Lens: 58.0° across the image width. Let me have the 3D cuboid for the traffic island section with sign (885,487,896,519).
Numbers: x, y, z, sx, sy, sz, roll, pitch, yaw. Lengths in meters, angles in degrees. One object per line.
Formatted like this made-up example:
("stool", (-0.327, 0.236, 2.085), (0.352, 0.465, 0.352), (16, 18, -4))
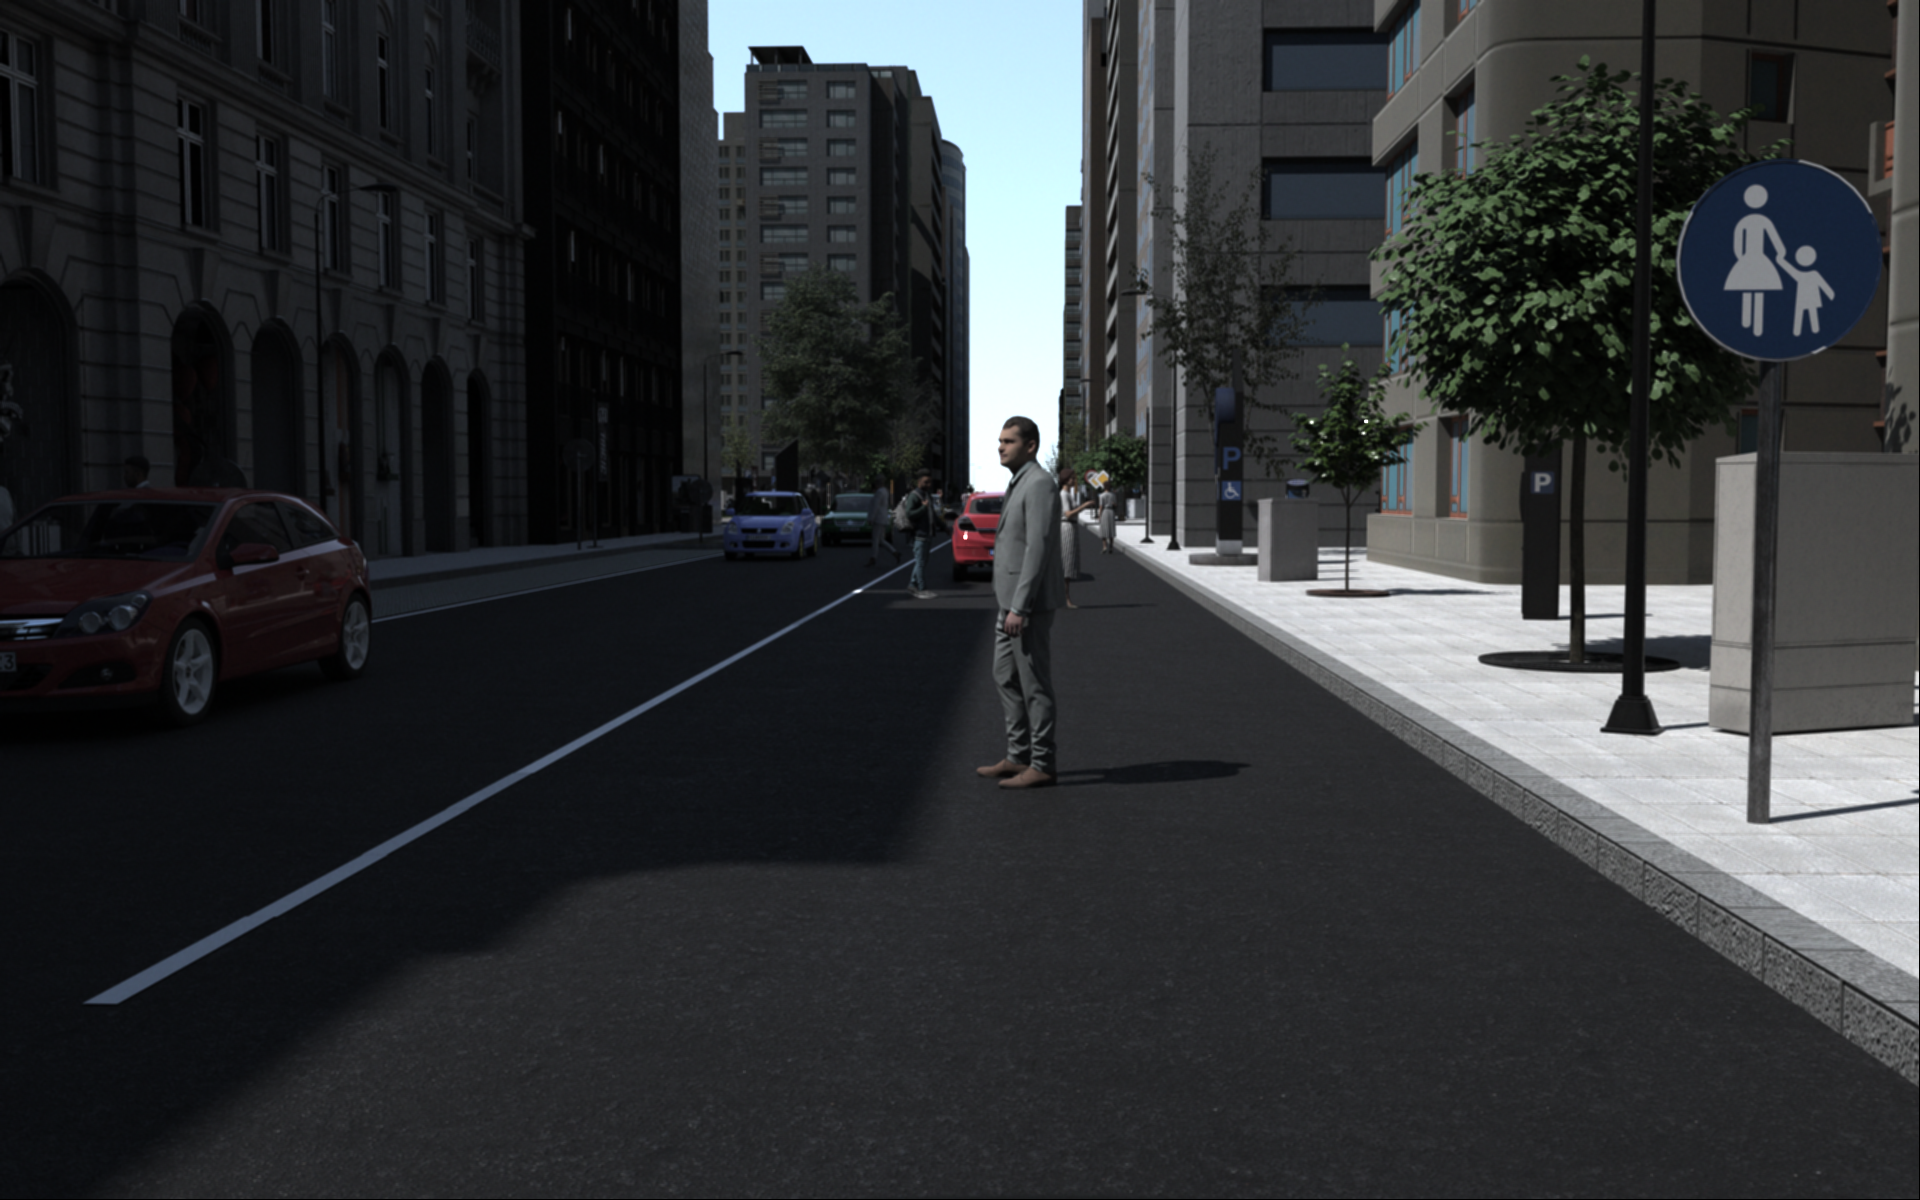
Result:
("traffic island section with sign", (-4.369, -5.672, 101.369), (1.989, 1.847, 2.006), (0, 4, 2))

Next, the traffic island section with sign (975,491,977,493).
("traffic island section with sign", (3.794, -17.100, 288.206), (1.989, 1.847, 2.006), (0, 4, 2))

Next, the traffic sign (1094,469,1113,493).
("traffic sign", (5.807, -4.076, 70.282), (0.795, 2.450, 0.064), (0, 4, 2))

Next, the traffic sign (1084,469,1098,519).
("traffic sign", (6.698, -5.376, 88.003), (0.768, 2.556, 0.104), (0, 4, 4))

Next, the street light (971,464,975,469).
("street light", (1.550, -18.149, 269.273), (1.470, 5.913, 1.316), (0, 4, 2))

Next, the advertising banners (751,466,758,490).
("advertising banners", (-12.320, -6.892, 108.867), (0.090, 3.025, 2.074), (3, 5, 43))

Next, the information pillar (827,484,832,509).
("information pillar", (-9.042, -7.111, 120.760), (0.304, 2.012, 0.304), (-2, 4, -34))

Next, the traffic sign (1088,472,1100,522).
("traffic sign", (6.156, -4.564, 78.260), (0.795, 2.450, 0.064), (0, 4, 2))

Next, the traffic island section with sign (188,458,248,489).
("traffic island section with sign", (-8.012, -0.582, 18.149), (1.989, 1.847, 2.006), (0, 4, 2))

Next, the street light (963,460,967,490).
("street light", (0.142, -16.256, 238.330), (1.470, 5.913, 1.316), (0, 4, 2))

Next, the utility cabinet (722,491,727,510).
("utility cabinet", (-15.346, -6.332, 112.202), (0.318, 1.500, 1.173), (-1, 4, -19))

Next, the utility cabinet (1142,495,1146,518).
("utility cabinet", (10.372, -5.064, 93.963), (1.020, 1.237, 0.306), (0, 4, -6))

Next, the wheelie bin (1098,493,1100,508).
("wheelie bin", (9.844, -6.772, 118.634), (0.693, 1.594, 0.980), (2, 4, 30))

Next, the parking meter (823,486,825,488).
("parking meter", (-8.879, -6.467, 111.439), (0.399, 1.863, 0.255), (0, 4, 2))

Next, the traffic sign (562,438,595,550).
("traffic sign", (-8.735, -2.420, 39.668), (0.768, 2.556, 0.104), (0, 4, 3))

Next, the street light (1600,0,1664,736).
("street light", (3.095, -2.243, 9.216), (1.470, 5.913, 1.316), (0, 4, 2))

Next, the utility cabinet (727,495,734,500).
("utility cabinet", (-17.032, -7.053, 126.476), (1.020, 1.237, 0.306), (-1, 4, -10))

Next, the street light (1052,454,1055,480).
("street light", (9.921, -11.907, 167.224), (1.470, 5.913, 1.316), (0, 4, 2))

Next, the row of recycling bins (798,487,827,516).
("row of recycling bins", (-9.158, -5.780, 101.615), (1.069, 1.692, 3.534), (3, 5, 42))

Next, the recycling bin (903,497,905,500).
("recycling bin", (-4.615, -8.608, 153.293), (0.722, 1.027, 0.722), (-2, 4, -31))

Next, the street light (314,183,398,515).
("street light", (-9.095, -3.273, 26.055), (1.470, 5.913, 1.316), (0, 4, 2))

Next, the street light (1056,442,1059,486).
("street light", (9.357, -11.049, 153.188), (1.470, 5.913, 1.316), (0, 4, 2))

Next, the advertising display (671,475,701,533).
("advertising display", (-9.043, -3.177, 57.151), (0.974, 1.923, 0.123), (0, 4, -4))

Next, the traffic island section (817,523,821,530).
("traffic island section", (-5.699, -2.972, 70.865), (2.009, 0.180, 2.903), (0, 4, 2))

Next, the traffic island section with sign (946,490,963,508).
("traffic island section with sign", (-1.026, -10.355, 177.924), (1.989, 1.847, 2.006), (0, 4, 2))

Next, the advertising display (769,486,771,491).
("advertising display", (-15.085, -8.222, 139.636), (0.123, 1.923, 0.974), (2, 4, 31))

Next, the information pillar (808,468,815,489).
("information pillar", (-12.494, -9.508, 146.815), (0.504, 3.616, 0.183), (-2, 4, -25))

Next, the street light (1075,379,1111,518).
("street light", (5.509, -5.954, 69.884), (1.470, 5.913, 1.316), (0, 4, 2))

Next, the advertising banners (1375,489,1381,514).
("advertising banners", (28.092, -7.276, 115.143), (0.090, 3.025, 2.074), (2, 4, 31))

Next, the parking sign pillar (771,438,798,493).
("parking sign pillar", (-8.414, -5.793, 83.195), (1.447, 3.967, 1.447), (-3, 5, -40))

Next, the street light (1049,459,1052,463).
("street light", (11.195, -13.810, 198.340), (1.470, 5.913, 1.316), (0, 4, 2))

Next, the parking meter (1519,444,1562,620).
("parking meter", (5.924, -0.734, 17.704), (0.399, 1.863, 0.255), (1, 4, 17))

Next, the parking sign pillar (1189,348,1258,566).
("parking sign pillar", (4.899, -2.629, 31.453), (1.447, 3.967, 1.447), (0, 4, 6))

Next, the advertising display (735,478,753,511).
("advertising display", (-8.589, -3.896, 68.905), (0.974, 1.923, 0.123), (3, 5, 42))

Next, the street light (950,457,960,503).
("street light", (-0.760, -14.914, 216.391), (1.470, 5.913, 1.316), (0, 4, 2))

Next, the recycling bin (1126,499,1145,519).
("recycling bin", (9.119, -4.738, 90.016), (0.722, 1.027, 0.722), (-2, 4, -33))

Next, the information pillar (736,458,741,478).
("information pillar", (-14.544, -7.493, 113.860), (0.183, 3.616, 0.504), (1, 4, 21))

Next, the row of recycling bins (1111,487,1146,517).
("row of recycling bins", (11.277, -6.121, 107.190), (3.534, 1.692, 1.069), (0, 4, 3))

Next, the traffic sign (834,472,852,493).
("traffic sign", (-5.326, -4.596, 78.780), (0.795, 2.450, 0.064), (0, 4, 2))

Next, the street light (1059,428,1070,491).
("street light", (7.941, -9.158, 122.277), (1.470, 5.913, 1.316), (0, 4, 2))

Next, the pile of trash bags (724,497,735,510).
("pile of trash bags", (-11.494, -5.266, 95.846), (3.447, 1.369, 1.912), (0, 4, 4))

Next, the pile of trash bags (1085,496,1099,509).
("pile of trash bags", (10.601, -8.498, 148.694), (1.912, 1.369, 3.447), (-1, 4, -21))

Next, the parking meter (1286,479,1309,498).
("parking meter", (5.548, -1.228, 28.486), (0.372, 1.533, 0.369), (0, 3, 0))

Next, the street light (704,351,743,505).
("street light", (-7.745, -5.128, 56.382), (1.470, 5.913, 1.316), (0, 4, 2))

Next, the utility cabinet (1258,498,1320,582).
("utility cabinet", (4.853, -0.884, 25.623), (1.020, 1.237, 0.306), (-3, 4, -37))

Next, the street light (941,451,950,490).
("street light", (-2.147, -13.055, 185.995), (1.470, 5.913, 1.316), (0, 4, 2))

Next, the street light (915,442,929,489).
("street light", (-3.466, -11.200, 155.666), (1.470, 5.913, 1.316), (0, 4, 2))

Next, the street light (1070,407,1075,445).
("street light", (6.727, -7.303, 91.943), (1.470, 5.913, 1.316), (0, 4, 2))

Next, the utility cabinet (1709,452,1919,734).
("utility cabinet", (4.649, -0.046, 9.425), (1.173, 1.500, 0.318), (-1, 4, -21))

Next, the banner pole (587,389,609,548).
("banner pole", (-8.649, -3.154, 41.577), (0.401, 3.779, 0.863), (1, 4, 23))

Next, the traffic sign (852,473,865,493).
("traffic sign", (-5.997, -6.245, 102.207), (0.768, 2.556, 0.104), (0, 4, 5))

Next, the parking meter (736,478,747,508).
("parking meter", (-7.869, -3.470, 62.453), (0.255, 1.863, 0.399), (1, 4, 17))

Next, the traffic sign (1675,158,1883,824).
("traffic sign", (3.119, -0.403, 6.689), (0.768, 2.556, 0.104), (0, 4, 3))

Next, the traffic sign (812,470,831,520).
("traffic sign", (-5.675, -4.108, 70.803), (0.795, 2.450, 0.064), (0, 4, 2))

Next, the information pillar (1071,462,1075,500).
("information pillar", (8.159, -8.189, 125.251), (0.183, 3.616, 0.504), (-2, 4, -24))

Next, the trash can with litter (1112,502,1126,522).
("trash can with litter", (7.146, -4.205, 80.135), (1.055, 1.170, 0.624), (-2, 4, -29))

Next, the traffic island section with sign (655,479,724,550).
("traffic island section with sign", (-6.821, -2.245, 45.329), (1.989, 1.847, 2.006), (0, 4, 2))

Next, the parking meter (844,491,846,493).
("parking meter", (-8.206, -7.140, 125.143), (0.372, 1.533, 0.369), (0, 3, 0))

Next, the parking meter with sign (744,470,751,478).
("parking meter with sign", (-16.117, -8.083, 128.410), (0.543, 3.016, 1.738), (-2, 4, -35))

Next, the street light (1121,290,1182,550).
("street light", (4.359, -4.098, 39.547), (1.470, 5.913, 1.316), (0, 4, 2))
